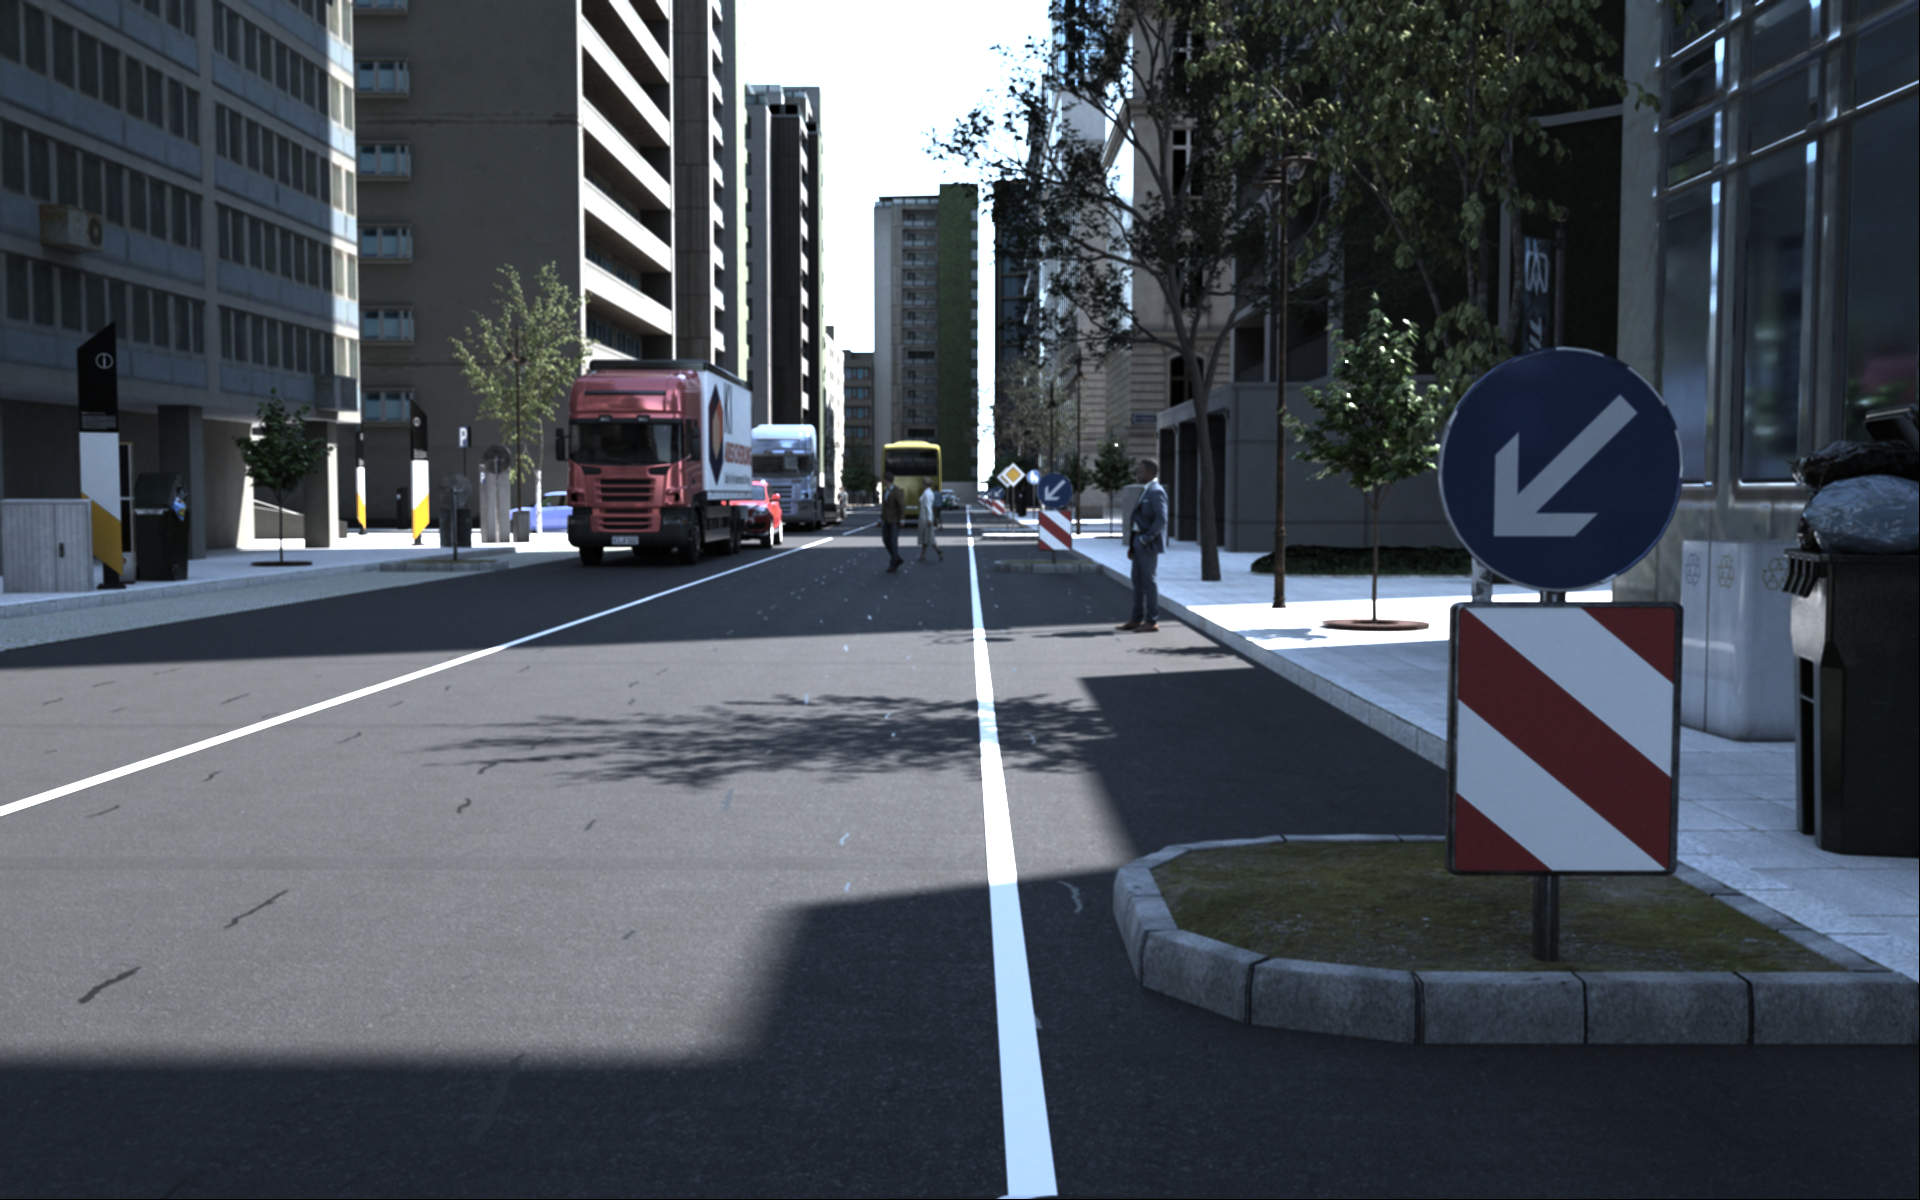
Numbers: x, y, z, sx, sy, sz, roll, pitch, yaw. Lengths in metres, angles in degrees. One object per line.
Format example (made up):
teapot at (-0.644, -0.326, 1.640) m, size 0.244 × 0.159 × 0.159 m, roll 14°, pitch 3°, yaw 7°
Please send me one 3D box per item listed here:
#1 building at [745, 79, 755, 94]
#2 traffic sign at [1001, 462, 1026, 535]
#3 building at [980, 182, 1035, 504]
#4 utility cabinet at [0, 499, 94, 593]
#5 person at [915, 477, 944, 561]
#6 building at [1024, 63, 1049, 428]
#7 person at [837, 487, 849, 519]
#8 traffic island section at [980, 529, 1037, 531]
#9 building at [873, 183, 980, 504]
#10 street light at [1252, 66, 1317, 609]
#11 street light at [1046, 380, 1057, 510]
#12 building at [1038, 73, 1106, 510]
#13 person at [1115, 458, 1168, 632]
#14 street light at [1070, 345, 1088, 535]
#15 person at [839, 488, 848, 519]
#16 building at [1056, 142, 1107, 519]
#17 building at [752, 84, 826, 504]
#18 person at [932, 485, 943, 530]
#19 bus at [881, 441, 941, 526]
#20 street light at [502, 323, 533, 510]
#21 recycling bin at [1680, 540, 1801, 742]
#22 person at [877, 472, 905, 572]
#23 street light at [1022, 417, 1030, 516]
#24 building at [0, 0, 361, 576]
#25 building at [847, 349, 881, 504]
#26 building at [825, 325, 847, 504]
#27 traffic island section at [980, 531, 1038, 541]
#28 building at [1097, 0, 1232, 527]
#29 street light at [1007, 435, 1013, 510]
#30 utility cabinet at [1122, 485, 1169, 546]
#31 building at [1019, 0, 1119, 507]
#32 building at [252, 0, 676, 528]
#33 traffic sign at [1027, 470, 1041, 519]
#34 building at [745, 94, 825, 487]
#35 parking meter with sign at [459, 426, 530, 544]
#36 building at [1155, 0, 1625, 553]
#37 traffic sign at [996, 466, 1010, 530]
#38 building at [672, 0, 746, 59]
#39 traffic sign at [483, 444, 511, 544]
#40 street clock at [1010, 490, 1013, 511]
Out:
building at (-29.925, -27.972, 149.223) m, size 32.217 × 40.220 × 23.993 m, roll 0°, pitch 4°, yaw 0°
traffic sign at (1.674, -3.107, 54.447) m, size 0.795 × 2.450 × 0.064 m, roll 0°, pitch 4°, yaw 0°
building at (17.083, -35.381, 233.101) m, size 28.867 × 44.769 × 22.147 m, roll 0°, pitch 4°, yaw 0°
utility cabinet at (-11.903, -0.699, 22.597) m, size 1.020 × 1.237 × 0.306 m, roll -1°, pitch 4°, yaw -16°
person at (-0.644, -1.727, 36.958) m, size 0.641 × 1.798 × 0.478 m, roll 1°, pitch 4°, yaw 23°
building at (18.681, -35.239, 195.773) m, size 23.786 × 49.044 × 30.456 m, roll 0°, pitch 4°, yaw 0°
person at (-6.810, -5.578, 99.483) m, size 0.659 × 1.850 × 0.755 m, roll 2°, pitch 4°, yaw 29°
traffic island section at (1.725, -2.460, 62.509) m, size 2.009 × 0.180 × 2.903 m, roll 0°, pitch 4°, yaw 0°
building at (-4.407, -33.418, 229.976) m, size 14.086 × 41.232 × 14.154 m, roll 0°, pitch 4°, yaw 0°
street light at (3.589, -2.844, 19.295) m, size 0.468 × 5.910 × 1.993 m, roll 0°, pitch 4°, yaw 0°
street light at (3.727, -5.975, 70.474) m, size 0.468 × 5.910 × 1.993 m, roll 0°, pitch 4°, yaw 0°
building at (11.658, -21.094, 122.376) m, size 11.434 × 29.767 × 29.804 m, roll 0°, pitch 4°, yaw 0°
person at (1.943, -0.573, 18.044) m, size 0.419 × 1.800 × 0.721 m, roll -1°, pitch 4°, yaw -17°
street light at (3.696, -4.959, 53.875) m, size 0.468 × 5.910 × 1.993 m, roll 0°, pitch 4°, yaw 0°
person at (-6.643, -5.464, 98.044) m, size 0.583 × 1.804 × 0.606 m, roll -2°, pitch 4°, yaw -33°
building at (10.710, -15.216, 97.933) m, size 9.793 × 20.994 × 18.267 m, roll 0°, pitch 4°, yaw 0°
building at (-20.669, -29.664, 168.593) m, size 14.154 × 41.232 × 14.086 m, roll 0°, pitch 4°, yaw 0°
person at (-0.897, -3.680, 69.016) m, size 0.601 × 1.785 × 0.444 m, roll -2°, pitch 4°, yaw -34°
bus at (-2.219, -5.381, 79.528) m, size 2.896 × 3.916 × 12.252 m, roll 0°, pitch 4°, yaw -1°
street light at (-11.938, -4.529, 46.841) m, size 0.468 × 5.910 × 1.993 m, roll 0°, pitch 4°, yaw 0°
recycling bin at (4.363, 0.199, 9.294) m, size 0.722 × 1.027 × 0.722 m, roll 0°, pitch 4°, yaw -3°
person at (-1.272, -1.449, 32.099) m, size 0.656 × 1.842 × 0.836 m, roll 1°, pitch 4°, yaw 19°
street light at (3.920, -7.997, 103.546) m, size 0.468 × 5.910 × 1.993 m, roll 0°, pitch 4°, yaw 0°
building at (-26.135, -20.966, 34.671) m, size 23.993 × 40.220 × 32.217 m, roll 0°, pitch 4°, yaw 0°
building at (-25.881, -23.911, 235.979) m, size 28.899 × 21.520 × 27.650 m, roll 0°, pitch 4°, yaw 0°
building at (-28.760, -21.652, 199.046) m, size 28.899 × 21.520 × 27.650 m, roll 0°, pitch 4°, yaw 0°
traffic island section at (1.698, -1.972, 54.524) m, size 2.009 × 0.180 × 2.903 m, roll 0°, pitch 4°, yaw 0°
building at (23.312, -15.340, 69.889) m, size 34.723 × 24.649 × 14.460 m, roll 0°, pitch 4°, yaw 0°
street light at (3.988, -10.020, 136.617) m, size 0.468 × 5.910 × 1.993 m, roll 0°, pitch 4°, yaw 0°
utility cabinet at (4.525, -2.059, 42.342) m, size 1.173 × 1.500 × 0.318 m, roll 3°, pitch 5°, yaw 40°
building at (17.182, -52.034, 163.428) m, size 22.319 × 86.520 × 31.000 m, roll 0°, pitch 4°, yaw 0°
building at (-24.652, -27.516, 73.594) m, size 21.300 × 48.544 × 21.600 m, roll 0°, pitch 4°, yaw 0°
traffic sign at (3.851, -5.499, 90.013) m, size 0.768 × 2.556 × 0.104 m, roll 0°, pitch 4°, yaw 3°
building at (-17.675, -21.835, 128.711) m, size 14.160 × 30.474 × 14.107 m, roll 0°, pitch 4°, yaw 0°
parking meter with sign at (-12.101, -2.989, 45.125) m, size 1.738 × 3.016 × 0.543 m, roll -3°, pitch 5°, yaw -41°
building at (16.138, -36.823, 40.316) m, size 20.563 × 71.187 × 20.611 m, roll 0°, pitch 4°, yaw 0°
traffic sign at (1.702, -3.596, 62.432) m, size 0.795 × 2.450 × 0.064 m, roll 0°, pitch 4°, yaw 0°
building at (-20.882, -25.831, 105.933) m, size 14.154 × 41.232 × 14.086 m, roll 0°, pitch 4°, yaw 0°
traffic sign at (-11.831, -2.699, 44.241) m, size 0.768 × 2.556 × 0.104 m, roll 1°, pitch 4°, yaw 10°
street clock at (3.926, -7.715, 130.713) m, size 0.471 × 2.002 × 0.358 m, roll 0°, pitch 4°, yaw 6°
